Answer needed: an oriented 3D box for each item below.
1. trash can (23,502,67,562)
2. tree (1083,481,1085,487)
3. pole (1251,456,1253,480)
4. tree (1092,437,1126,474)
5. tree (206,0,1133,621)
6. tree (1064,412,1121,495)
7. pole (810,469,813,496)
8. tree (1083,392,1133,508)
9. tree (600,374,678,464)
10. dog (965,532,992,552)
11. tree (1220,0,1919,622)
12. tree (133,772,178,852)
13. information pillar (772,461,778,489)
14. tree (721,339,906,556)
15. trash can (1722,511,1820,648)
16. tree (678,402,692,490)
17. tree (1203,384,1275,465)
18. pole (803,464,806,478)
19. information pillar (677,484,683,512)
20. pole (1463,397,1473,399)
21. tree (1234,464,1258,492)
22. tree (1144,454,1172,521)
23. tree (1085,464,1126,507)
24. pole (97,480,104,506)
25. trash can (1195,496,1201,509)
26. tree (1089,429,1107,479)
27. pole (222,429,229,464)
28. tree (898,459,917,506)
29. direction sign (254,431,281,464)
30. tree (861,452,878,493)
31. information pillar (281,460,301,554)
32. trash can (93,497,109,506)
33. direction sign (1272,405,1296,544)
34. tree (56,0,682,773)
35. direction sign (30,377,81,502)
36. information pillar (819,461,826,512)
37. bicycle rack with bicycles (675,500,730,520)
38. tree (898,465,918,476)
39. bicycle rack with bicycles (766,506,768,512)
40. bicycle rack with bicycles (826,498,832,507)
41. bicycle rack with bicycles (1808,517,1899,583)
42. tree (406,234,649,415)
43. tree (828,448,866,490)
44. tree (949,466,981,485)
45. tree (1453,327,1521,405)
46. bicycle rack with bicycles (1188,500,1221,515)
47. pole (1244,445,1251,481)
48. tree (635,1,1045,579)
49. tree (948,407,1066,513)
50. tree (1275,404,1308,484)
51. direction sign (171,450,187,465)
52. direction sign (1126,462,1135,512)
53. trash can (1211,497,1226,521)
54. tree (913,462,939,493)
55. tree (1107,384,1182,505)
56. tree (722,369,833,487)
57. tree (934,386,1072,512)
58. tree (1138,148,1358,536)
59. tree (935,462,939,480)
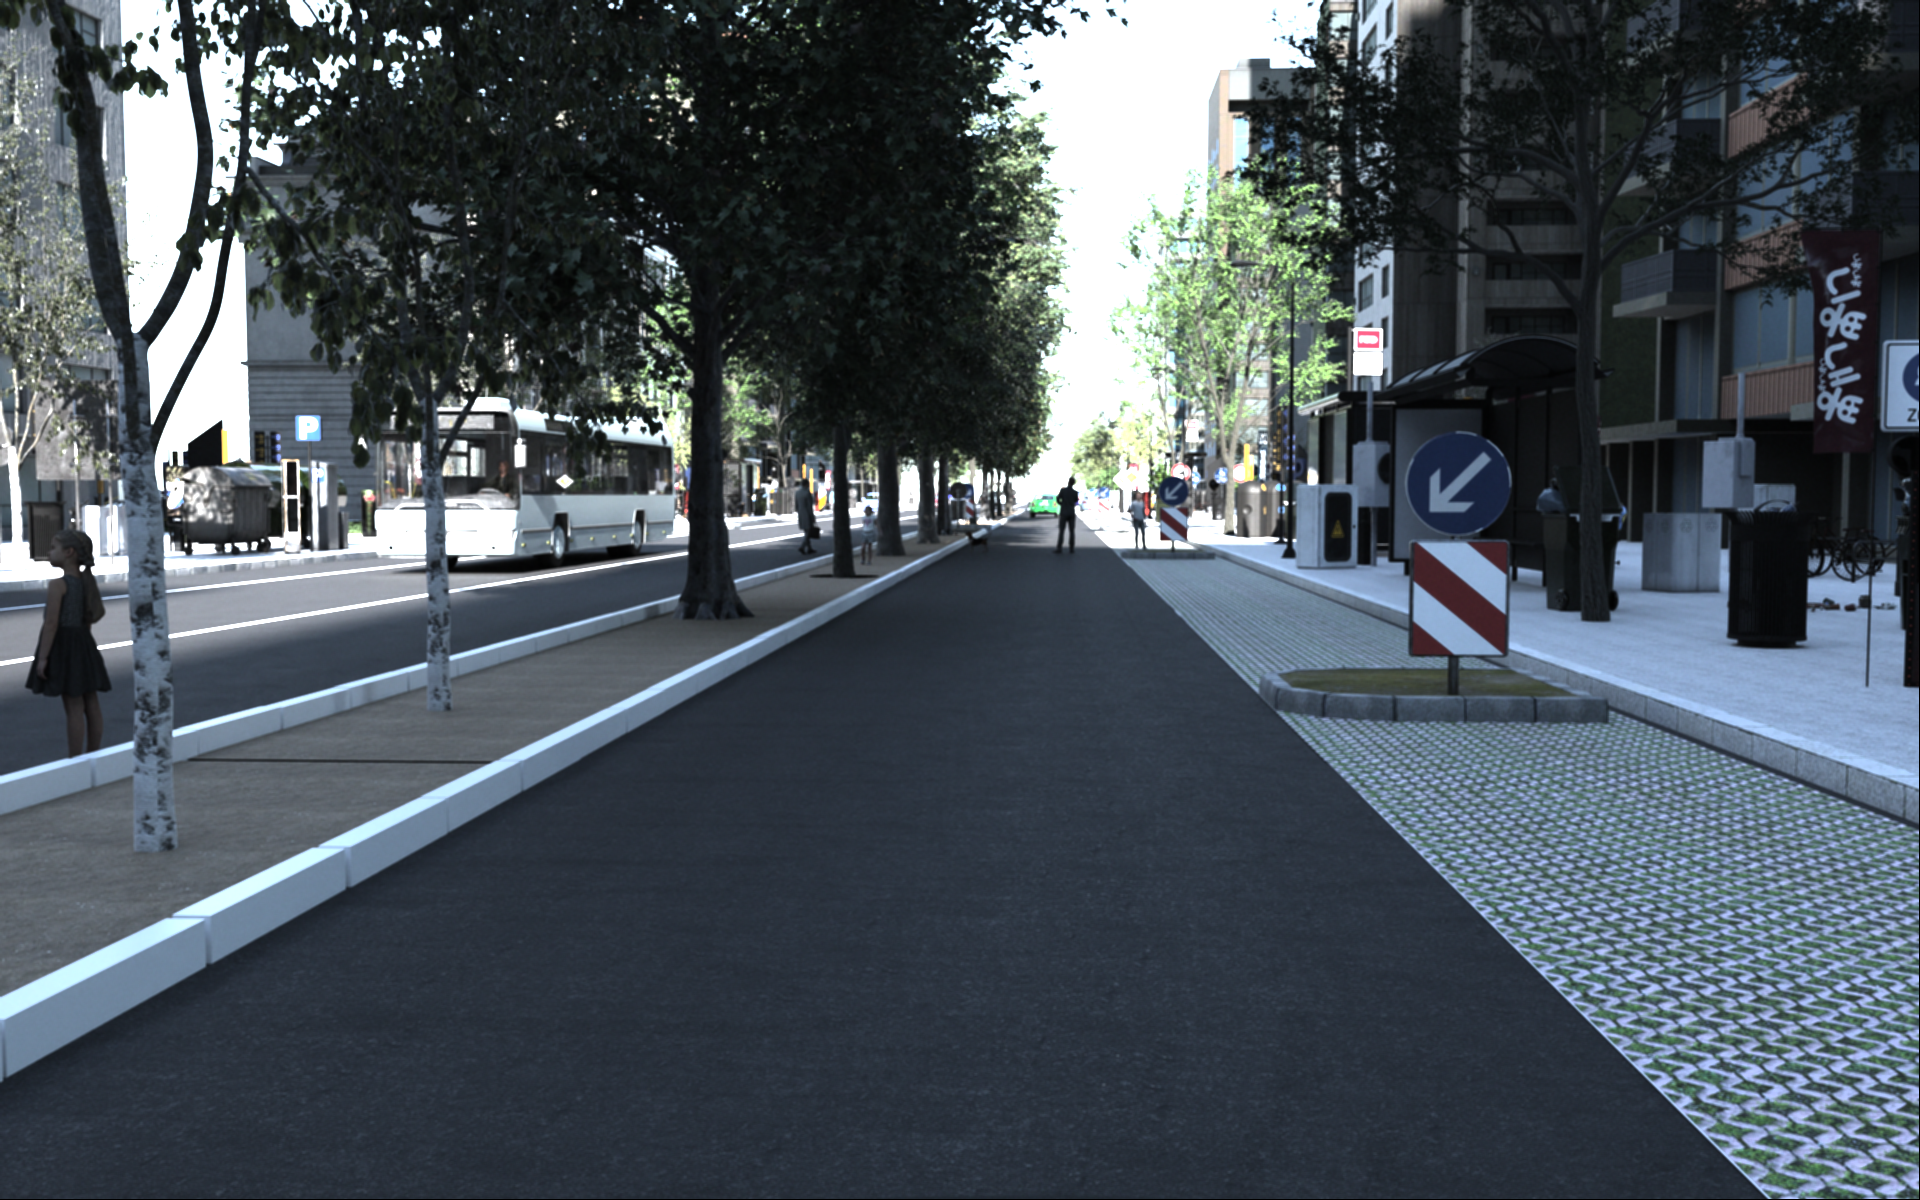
[{"bbox_3d":[-17.283,-1.290,32.750,0.748,1.137,0.748,0,3,0],"label":"trash can"},{"bbox_3d":[20.408,-16.941,260.697,4.285,4.588,4.351,0,3,0],"label":"tree"},{"bbox_3d":[15.434,-5.990,91.775,0.158,3.312,0.155,0,3,0],"label":"pole"},{"bbox_3d":[17.589,-15.663,206.453,4.360,8.622,3.978,0,3,0],"label":"tree"},{"bbox_3d":[-2.904,-6.121,19.537,9.611,12.733,9.660,0,3,0],"label":"tree"},{"bbox_3d":[19.062,-19.589,238.411,7.486,12.596,7.792,0,3,0],"label":"tree"},{"bbox_3d":[-12.077,-9.002,141.025,0.158,3.312,0.155,0,3,0],"label":"pole"},{"bbox_3d":[14.714,-13.572,156.312,7.601,10.594,8.767,-1,4,-21],"label":"tree"},{"bbox_3d":[-18.482,-8.953,96.744,4.737,8.622,4.395,0,3,0],"label":"tree"},{"bbox_3d":[0.446,-1.428,42.631,0.540,0.507,0.406,-2,4,-32],"label":"dog"},{"bbox_3d":[6.101,-5.070,17.303,7.601,10.594,8.767,1,4,13],"label":"tree"},{"bbox_3d":[-3.227,-3.280,6.455,4.360,8.622,3.978,0,3,0],"label":"tree"},{"bbox_3d":[-13.095,-8.040,122.815,0.504,3.616,0.183,0,4,2],"label":"information pillar"},{"bbox_3d":[-1.614,-7.984,39.657,9.857,13.997,8.962,0,3,0],"label":"tree"},{"bbox_3d":[6.811,-0.180,14.596,0.748,1.137,0.748,0,3,0],"label":"trash can"},{"bbox_3d":[-19.009,-10.058,114.818,4.737,8.622,4.395,0,3,0],"label":"tree"},{"bbox_3d":[18.436,-10.173,116.685,4.360,8.622,3.978,0,3,0],"label":"tree"},{"bbox_3d":[-10.577,-7.584,117.833,0.158,3.312,0.155,0,3,0],"label":"pole"},{"bbox_3d":[-19.579,-7.130,121.063,0.304,2.012,0.304,-2,4,-35],"label":"information pillar"},{"bbox_3d":[10.688,-2.610,36.518,0.158,3.312,0.155,0,3,0],"label":"pole"},{"bbox_3d":[16.110,-6.366,98.677,1.663,3.219,1.824,0,3,0],"label":"tree"},{"bbox_3d":[9.660,-5.480,84.197,1.663,3.219,1.824,0,3,0],"label":"tree"},{"bbox_3d":[15.861,-11.906,178.383,4.285,4.588,4.351,0,3,0],"label":"tree"},{"bbox_3d":[-32.019,-4.323,64.521,0.158,3.312,0.155,0,3,0],"label":"pole"},{"bbox_3d":[18.635,-7.612,136.103,0.748,1.137,0.748,0,3,0],"label":"trash can"},{"bbox_3d":[13.515,-11.279,134.766,4.737,8.622,4.395,0,3,0],"label":"tree"},{"bbox_3d":[-23.192,-3.726,54.763,0.158,3.312,0.155,0,3,0],"label":"pole"},{"bbox_3d":[-6.136,-14.491,187.284,4.360,8.622,3.978,0,3,0],"label":"tree"},{"bbox_3d":[-25.019,-4.322,62.668,0.876,3.537,0.379,-1,4,-20],"label":"direction sign"},{"bbox_3d":[-8.166,-13.071,164.071,4.737,8.622,4.395,0,3,0],"label":"tree"},{"bbox_3d":[-14.360,-2.000,37.185,0.304,2.012,0.304,-2,4,-32],"label":"information pillar"},{"bbox_3d":[-40.215,-4.254,81.204,0.748,1.137,0.748,0,3,0],"label":"trash can"},{"bbox_3d":[8.257,-3.208,44.450,0.379,3.537,0.876,0,4,-7],"label":"direction sign"},{"bbox_3d":[-3.430,-3.554,10.925,4.360,8.622,3.978,0,3,0],"label":"tree"},{"bbox_3d":[-17.509,-2.546,33.626,0.876,3.537,0.379,-2,4,-35],"label":"direction sign"},{"bbox_3d":[-9.627,-7.929,120.996,0.504,3.616,0.183,0,4,5],"label":"information pillar"},{"bbox_3d":[-12.762,-4.392,85.185,2.925,0.926,2.852,-2,4,-34],"label":"bicycle rack with bicycles"},{"bbox_3d":[-4.855,-18.919,219.695,12.009,13.543,11.850,0,3,0],"label":"tree"},{"bbox_3d":[-15.201,-6.565,120.714,2.925,0.926,2.852,3,5,41],"label":"bicycle rack with bicycles"},{"bbox_3d":[-10.631,-7.984,143.919,2.925,0.926,2.852,-1,4,-23],"label":"bicycle rack with bicycles"},{"bbox_3d":[13.433,-0.782,26.161,2.925,0.926,2.852,-1,4,-10],"label":"bicycle rack with bicycles"},{"bbox_3d":[-13.974,-7.413,55.618,8.767,10.594,7.601,0,4,-1],"label":"tree"},{"bbox_3d":[-9.342,-11.677,141.284,4.360,8.622,3.978,0,3,0],"label":"tree"},{"bbox_3d":[0.073,-23.464,301.762,7.486,12.596,7.792,0,3,0],"label":"tree"},{"bbox_3d":[23.914,-7.753,77.131,4.360,8.622,3.978,0,3,0],"label":"tree"},{"bbox_3d":[15.311,-5.656,105.863,2.925,0.926,2.852,2,4,29],"label":"bicycle rack with bicycles"},{"bbox_3d":[11.807,-4.749,71.487,0.158,3.312,0.155,0,3,0],"label":"pole"},{"bbox_3d":[-2.094,-6.188,29.391,9.928,11.665,9.643,0,3,0],"label":"tree"},{"bbox_3d":[3.793,-11.882,131.137,8.767,10.594,7.601,0,4,3],"label":"tree"},{"bbox_3d":[26.721,-11.739,142.288,4.360,8.622,3.978,0,3,0],"label":"tree"},{"bbox_3d":[-40.431,-5.989,89.911,0.876,3.537,0.379,0,4,-6],"label":"direction sign"},{"bbox_3d":[12.860,-8.452,130.180,0.876,3.537,0.379,3,4,38],"label":"direction sign"},{"bbox_3d":[12.326,-4.342,82.639,0.748,1.137,0.748,0,3,0],"label":"trash can"},{"bbox_3d":[-3.196,-19.112,246.891,8.767,10.594,7.601,-3,5,-41],"label":"tree"},{"bbox_3d":[11.850,-9.727,109.399,4.737,8.622,4.395,0,3,0],"label":"tree"},{"bbox_3d":[-11.329,-10.799,110.975,7.601,10.594,8.767,2,4,34],"label":"tree"},{"bbox_3d":[3.944,-13.970,141.239,12.009,13.543,11.850,0,3,0],"label":"tree"},{"bbox_3d":[8.304,-7.809,53.441,9.928,11.665,9.643,0,3,0],"label":"tree"},{"bbox_3d":[-3.907,-17.454,235.732,4.360,8.622,3.978,0,3,0],"label":"tree"}]
